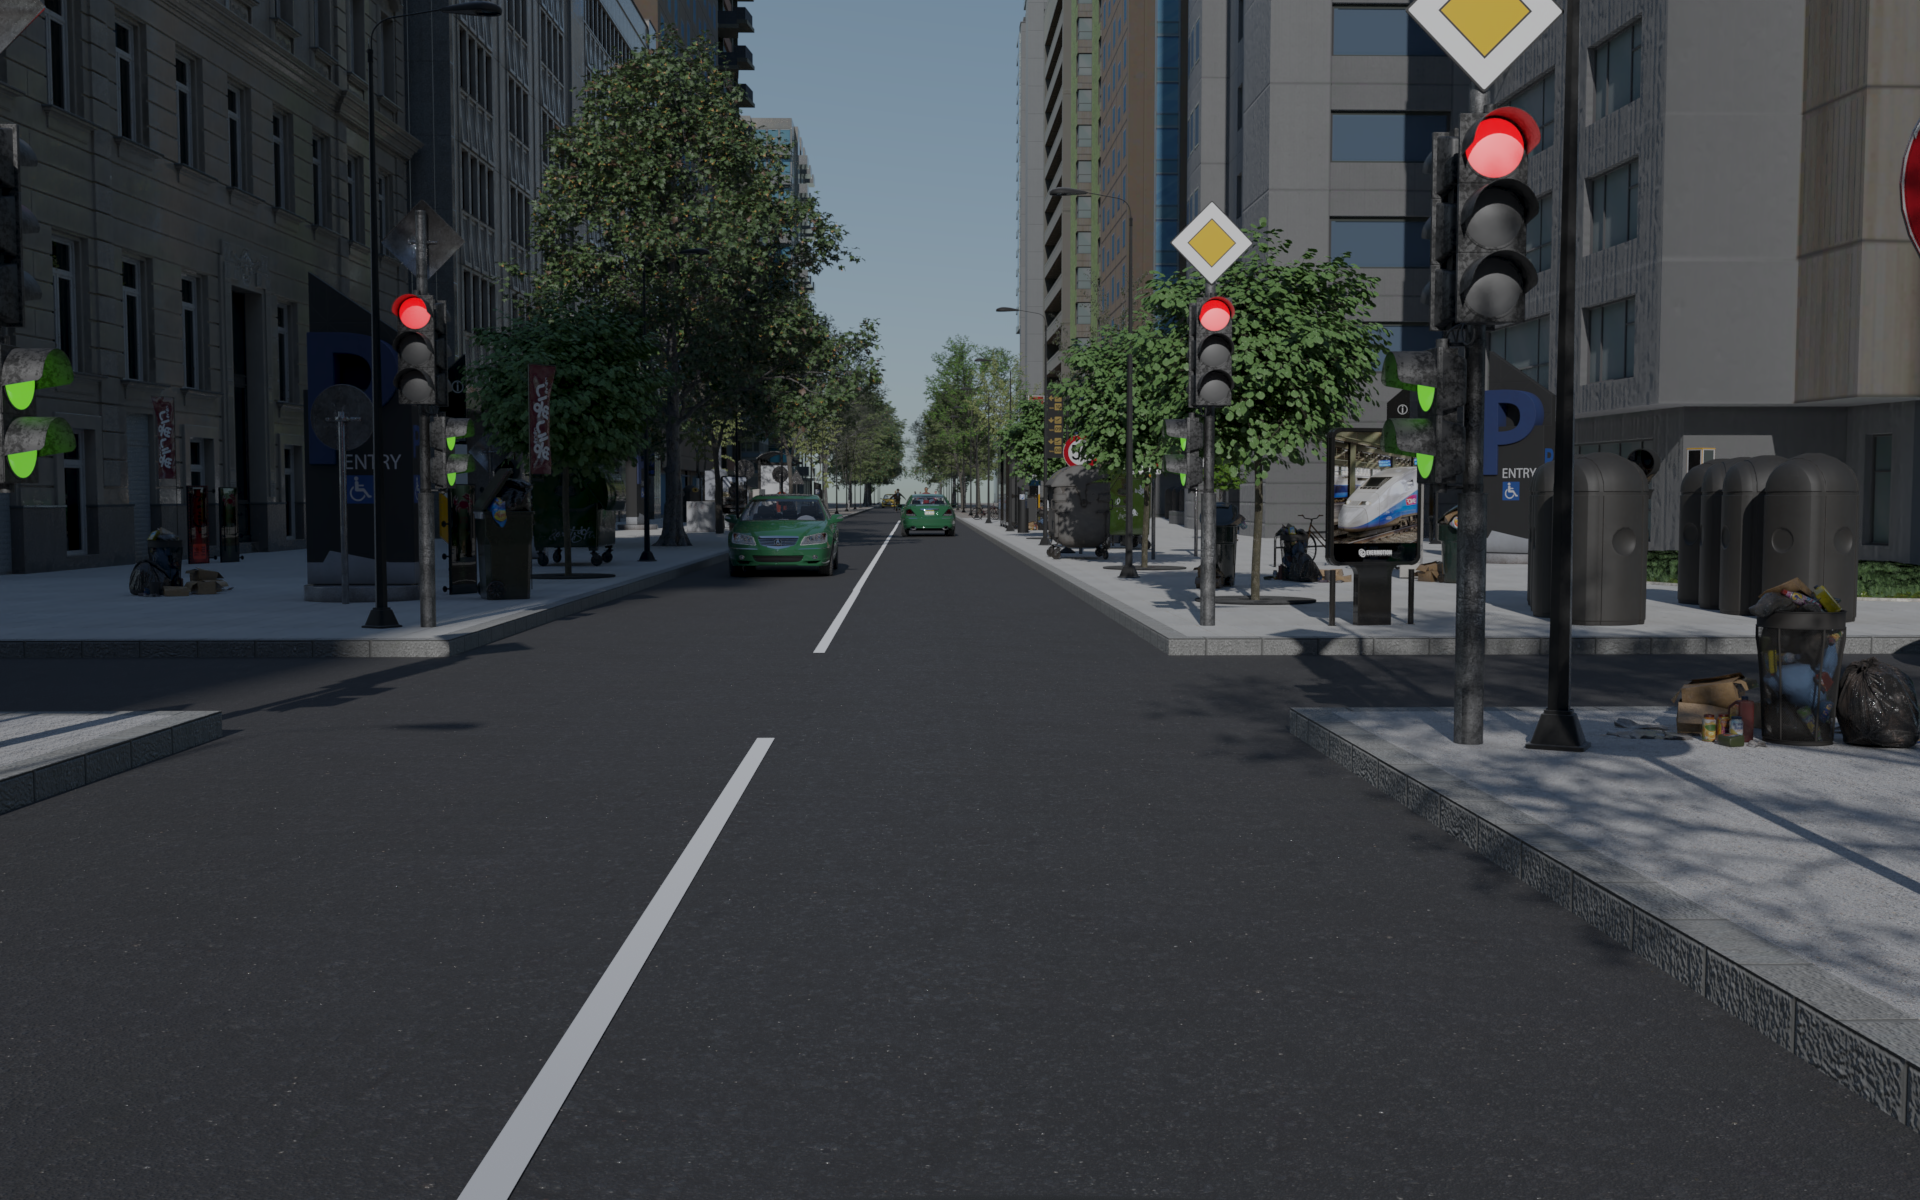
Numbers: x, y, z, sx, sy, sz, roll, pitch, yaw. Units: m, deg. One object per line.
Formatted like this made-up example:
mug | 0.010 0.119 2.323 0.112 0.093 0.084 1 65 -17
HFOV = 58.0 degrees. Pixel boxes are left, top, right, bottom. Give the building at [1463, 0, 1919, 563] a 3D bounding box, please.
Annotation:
building | 19.132 -21.425 33.889 14.086 41.232 14.154 0 4 -1

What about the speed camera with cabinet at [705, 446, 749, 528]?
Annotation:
speed camera with cabinet | -8.791 -4.344 65.361 0.660 3.252 2.038 2 4 29

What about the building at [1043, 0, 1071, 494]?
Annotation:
building | 18.589 -32.136 149.125 21.300 48.544 21.600 0 4 -1

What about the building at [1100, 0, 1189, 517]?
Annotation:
building | 16.015 -27.695 102.924 14.600 45.320 14.200 0 4 -1

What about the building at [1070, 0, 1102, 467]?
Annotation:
building | 15.240 -27.392 131.449 14.154 41.232 14.086 0 4 -1

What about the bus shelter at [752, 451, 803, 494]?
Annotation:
bus shelter | -8.794 -5.504 83.910 2.014 3.302 5.546 0 4 -1

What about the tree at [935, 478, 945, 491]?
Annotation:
tree | -2.446 -17.808 241.515 4.360 8.622 3.978 0 3 0

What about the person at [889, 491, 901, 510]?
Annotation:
person | -5.906 -9.093 157.695 1.217 1.766 0.721 -1 4 -23

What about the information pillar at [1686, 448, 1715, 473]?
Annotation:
information pillar | 11.814 -1.418 27.672 0.304 2.012 0.304 -2 4 -28

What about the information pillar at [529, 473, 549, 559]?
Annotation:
information pillar | -8.305 -1.813 34.134 0.304 2.012 0.304 0 4 0

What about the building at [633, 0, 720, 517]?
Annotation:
building | -23.372 -28.268 112.292 14.600 45.320 14.200 0 4 -1

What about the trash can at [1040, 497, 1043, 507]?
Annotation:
trash can | 3.598 -4.107 78.803 0.748 1.137 0.748 0 3 0

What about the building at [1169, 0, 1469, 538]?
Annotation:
building | 18.972 -31.842 62.620 21.231 58.520 28.212 0 4 -1

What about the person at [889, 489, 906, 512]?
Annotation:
person | -4.876 -7.829 136.139 1.348 1.869 0.705 0 4 5

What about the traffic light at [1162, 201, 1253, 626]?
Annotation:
traffic light | 2.398 -1.705 16.792 0.839 4.253 0.868 0 4 -1

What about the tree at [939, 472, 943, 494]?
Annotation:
tree | -2.648 -19.415 227.806 12.009 13.543 11.850 0 3 0

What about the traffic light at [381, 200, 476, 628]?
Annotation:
traffic light | -5.111 -1.692 16.586 0.839 4.253 0.868 0 4 -1

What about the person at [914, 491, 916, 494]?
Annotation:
person | -6.005 -13.580 230.557 0.705 1.821 1.348 1 4 10

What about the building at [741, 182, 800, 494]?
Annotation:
building | -34.406 -30.721 194.166 32.217 40.220 23.993 0 4 -1

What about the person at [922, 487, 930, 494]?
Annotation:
person | -1.886 -5.409 96.878 1.348 1.831 0.705 0 4 -4

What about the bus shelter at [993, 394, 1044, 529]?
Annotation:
bus shelter | 2.436 -5.505 67.642 2.179 5.291 8.768 0 4 -2

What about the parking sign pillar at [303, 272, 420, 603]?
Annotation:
parking sign pillar | -7.246 -1.992 21.038 1.447 3.967 1.447 0 4 -1

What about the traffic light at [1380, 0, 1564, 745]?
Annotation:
traffic light | 2.600 -1.216 8.809 0.839 4.253 0.868 0 4 -1

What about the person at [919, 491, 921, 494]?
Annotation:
person | -4.588 -11.707 200.638 1.217 1.736 0.721 0 4 -6

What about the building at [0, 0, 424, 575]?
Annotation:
building | -20.846 -14.621 36.317 12.463 27.353 25.104 0 4 -1

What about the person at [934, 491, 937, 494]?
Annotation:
person | -2.049 -8.213 143.718 0.436 1.711 0.756 3 4 39

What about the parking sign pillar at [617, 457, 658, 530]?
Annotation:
parking sign pillar | -11.647 -4.526 62.471 1.447 3.967 1.447 1 4 9

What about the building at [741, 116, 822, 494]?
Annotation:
building | -30.088 -36.844 222.009 23.786 49.044 30.456 0 4 -1

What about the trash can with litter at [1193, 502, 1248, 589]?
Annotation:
trash can with litter | 3.570 -0.761 23.835 0.624 1.170 1.055 1 4 18

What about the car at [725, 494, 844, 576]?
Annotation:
car | -3.182 -1.219 31.731 2.131 1.459 4.920 0 4 -2

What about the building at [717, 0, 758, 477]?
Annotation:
building | -27.591 -29.337 134.290 22.147 44.769 28.867 0 4 -1

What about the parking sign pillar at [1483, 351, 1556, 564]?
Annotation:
parking sign pillar | 10.357 -2.675 32.207 1.447 3.967 1.447 -3 5 -42

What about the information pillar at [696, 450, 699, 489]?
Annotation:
information pillar | -13.845 -6.122 91.444 0.183 3.616 0.504 -1 4 -17

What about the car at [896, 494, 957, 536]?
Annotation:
car | -1.131 -2.946 59.969 2.131 1.459 4.920 0 4 -3

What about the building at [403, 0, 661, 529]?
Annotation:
building | -21.227 -15.948 78.770 12.078 24.808 19.932 0 4 -1

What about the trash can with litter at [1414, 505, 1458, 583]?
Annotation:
trash can with litter | 7.010 -0.838 25.092 0.624 1.170 1.055 -2 4 -32

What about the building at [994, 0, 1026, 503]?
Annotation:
building | 16.453 -56.361 234.170 22.319 86.520 31.000 0 4 -1

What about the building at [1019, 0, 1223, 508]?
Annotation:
building | 17.581 -40.565 205.241 21.231 58.520 28.212 0 4 -1

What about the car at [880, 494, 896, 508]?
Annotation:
car | -7.161 -10.260 177.974 2.015 1.641 3.980 0 4 -1

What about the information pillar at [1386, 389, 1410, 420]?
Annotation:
information pillar | 9.282 -2.774 36.708 0.504 3.616 0.183 1 4 10

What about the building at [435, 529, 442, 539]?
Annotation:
building | -20.703 -14.731 58.882 12.078 24.808 19.932 0 4 -1

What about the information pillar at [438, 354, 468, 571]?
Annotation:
information pillar | -8.448 -2.296 28.901 0.504 3.616 0.183 -3 5 -39

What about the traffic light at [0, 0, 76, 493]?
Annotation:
traffic light | -4.908 -1.204 8.604 0.839 4.253 0.868 0 4 -1
